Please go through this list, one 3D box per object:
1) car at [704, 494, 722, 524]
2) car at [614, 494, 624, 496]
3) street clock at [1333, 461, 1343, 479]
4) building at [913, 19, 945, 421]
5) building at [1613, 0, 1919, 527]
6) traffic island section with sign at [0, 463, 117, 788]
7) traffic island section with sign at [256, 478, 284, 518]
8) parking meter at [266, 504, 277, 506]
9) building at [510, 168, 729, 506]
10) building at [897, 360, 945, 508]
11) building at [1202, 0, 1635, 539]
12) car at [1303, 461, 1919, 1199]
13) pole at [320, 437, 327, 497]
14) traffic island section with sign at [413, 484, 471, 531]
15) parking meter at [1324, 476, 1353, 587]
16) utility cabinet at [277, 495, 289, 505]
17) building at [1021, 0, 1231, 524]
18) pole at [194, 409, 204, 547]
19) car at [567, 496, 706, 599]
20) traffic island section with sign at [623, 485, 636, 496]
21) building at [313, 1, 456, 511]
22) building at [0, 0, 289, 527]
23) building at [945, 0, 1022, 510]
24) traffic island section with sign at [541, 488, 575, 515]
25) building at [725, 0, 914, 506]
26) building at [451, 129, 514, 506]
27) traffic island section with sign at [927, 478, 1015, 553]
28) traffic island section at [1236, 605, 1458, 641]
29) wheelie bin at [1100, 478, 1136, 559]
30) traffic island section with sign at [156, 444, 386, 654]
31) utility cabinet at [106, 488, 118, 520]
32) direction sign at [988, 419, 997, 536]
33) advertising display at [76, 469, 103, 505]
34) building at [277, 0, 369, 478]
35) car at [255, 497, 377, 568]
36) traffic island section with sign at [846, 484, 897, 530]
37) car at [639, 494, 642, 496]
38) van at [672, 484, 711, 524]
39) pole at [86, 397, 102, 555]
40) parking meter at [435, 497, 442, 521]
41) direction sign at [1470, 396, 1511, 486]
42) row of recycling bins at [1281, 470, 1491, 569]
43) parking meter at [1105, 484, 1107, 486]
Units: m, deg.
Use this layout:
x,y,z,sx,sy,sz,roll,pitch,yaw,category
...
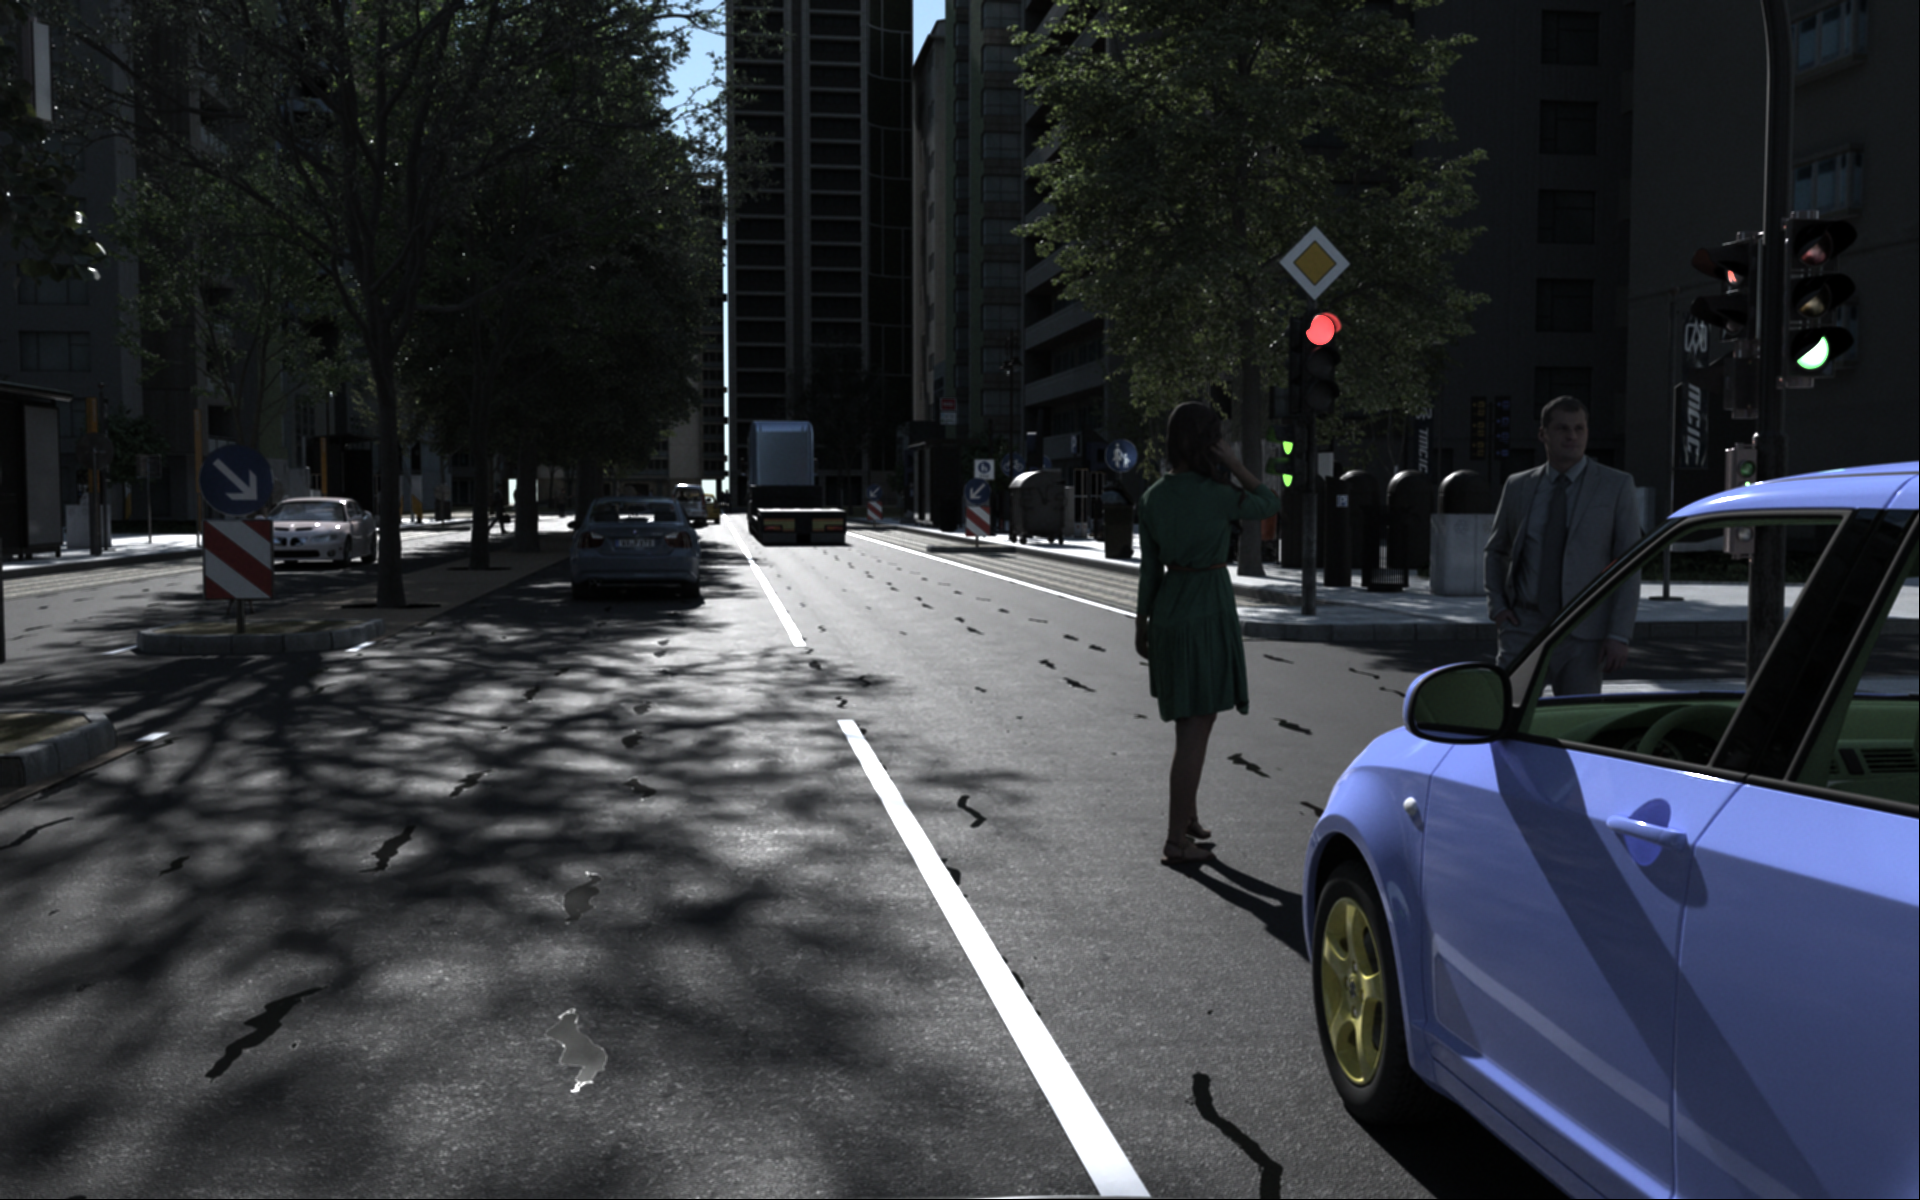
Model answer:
x,y,z,sx,sy,sz,roll,pitch,yaw,category
-12.644,-4.561,84.792,2.015,1.641,3.980,-1,4,-9,car
-25.591,-7.427,131.221,2.009,1.686,4.222,-1,4,-9,car
7.988,-2.004,37.336,0.358,2.002,0.471,-3,5,-42,street clock
8.221,-37.400,200.723,27.495,52.752,28.713,-1,4,-8,building
27.625,-25.408,39.123,21.600,48.544,21.300,-1,4,-8,building
-5.676,-0.065,9.196,2.006,1.907,1.989,-1,4,-8,traffic island section with sign
-16.346,-1.970,40.843,1.989,1.847,2.006,-1,4,-8,traffic island section with sign
-19.673,-2.518,49.579,0.372,1.533,0.369,0,3,0,parking meter
-38.551,-30.882,196.798,23.993,40.220,32.217,-1,4,-8,building
7.305,-50.974,146.100,22.319,86.520,31.000,-1,4,-8,building
15.033,-17.380,55.865,14.160,30.474,14.107,-1,4,-8,building
1.840,0.406,2.959,1.945,1.707,3.694,0,4,-7,car
-22.845,-4.182,62.220,0.158,3.312,0.155,0,3,0,pole
-20.170,-3.602,67.527,1.989,1.847,2.006,-1,4,-8,traffic island section with sign
5.245,-0.955,24.023,0.372,1.533,0.369,0,3,0,parking meter
-30.043,-4.011,76.739,0.306,1.237,1.020,1,4,17,utility cabinet
15.357,-28.170,84.281,21.300,48.544,21.600,-1,4,-8,building
-18.305,-2.926,41.676,0.158,3.312,0.155,0,3,0,pole
-4.666,-0.796,25.017,2.014,1.417,4.499,-1,4,-10,car
-17.386,-5.063,90.910,2.006,1.907,1.989,-1,4,-8,traffic island section with sign
-55.562,-33.635,139.166,27.495,52.752,28.713,-1,4,-8,building
-37.171,-23.729,71.561,14.154,41.232,14.086,-1,4,-8,building
5.707,-26.932,123.938,14.154,41.232,14.086,-1,4,-8,building
-27.310,-6.650,117.361,1.989,1.847,2.006,-1,4,-8,traffic island section with sign
-15.563,-46.140,192.642,20.611,71.187,20.563,-1,4,-8,building
-60.218,-34.455,187.037,21.600,48.544,21.300,-1,4,-8,building
0.212,-2.086,42.733,1.989,1.847,2.006,-1,4,-8,traffic island section with sign
3.718,0.240,18.362,2.009,0.180,2.903,-1,4,-8,traffic island section
3.164,-1.635,34.646,0.693,1.594,0.980,1,4,9,wheelie bin
-6.718,-0.513,16.530,2.006,1.907,1.989,-1,4,-8,traffic island section with sign
-31.304,-3.327,63.069,1.173,1.500,0.318,1,4,11,utility cabinet
0.931,-3.712,52.682,0.379,3.537,0.876,0,4,8,direction sign
-22.785,-2.458,45.396,0.974,1.923,0.123,2,4,30,advertising display
-47.705,-48.194,100.642,22.319,86.520,31.000,-1,4,-8,building
-13.047,-1.388,35.063,2.083,1.381,4.827,-1,4,-9,car
-3.602,-3.718,69.418,1.989,1.847,2.006,-1,4,-8,traffic island section with sign
-29.360,-8.997,156.138,2.155,1.783,4.494,0,4,-7,car
-12.515,-4.456,79.871,2.013,2.044,4.112,0,4,-8,van
-18.291,-2.613,36.567,0.158,3.312,0.155,0,3,0,pole
-24.944,-4.563,83.015,0.372,1.533,0.369,0,3,0,parking meter
12.257,-2.942,40.096,0.876,3.537,0.379,1,4,16,direction sign
7.355,-1.398,29.965,3.534,1.692,1.069,1,4,8,row of recycling bins
3.830,-2.150,43.559,0.372,1.533,0.369,0,3,0,parking meter
